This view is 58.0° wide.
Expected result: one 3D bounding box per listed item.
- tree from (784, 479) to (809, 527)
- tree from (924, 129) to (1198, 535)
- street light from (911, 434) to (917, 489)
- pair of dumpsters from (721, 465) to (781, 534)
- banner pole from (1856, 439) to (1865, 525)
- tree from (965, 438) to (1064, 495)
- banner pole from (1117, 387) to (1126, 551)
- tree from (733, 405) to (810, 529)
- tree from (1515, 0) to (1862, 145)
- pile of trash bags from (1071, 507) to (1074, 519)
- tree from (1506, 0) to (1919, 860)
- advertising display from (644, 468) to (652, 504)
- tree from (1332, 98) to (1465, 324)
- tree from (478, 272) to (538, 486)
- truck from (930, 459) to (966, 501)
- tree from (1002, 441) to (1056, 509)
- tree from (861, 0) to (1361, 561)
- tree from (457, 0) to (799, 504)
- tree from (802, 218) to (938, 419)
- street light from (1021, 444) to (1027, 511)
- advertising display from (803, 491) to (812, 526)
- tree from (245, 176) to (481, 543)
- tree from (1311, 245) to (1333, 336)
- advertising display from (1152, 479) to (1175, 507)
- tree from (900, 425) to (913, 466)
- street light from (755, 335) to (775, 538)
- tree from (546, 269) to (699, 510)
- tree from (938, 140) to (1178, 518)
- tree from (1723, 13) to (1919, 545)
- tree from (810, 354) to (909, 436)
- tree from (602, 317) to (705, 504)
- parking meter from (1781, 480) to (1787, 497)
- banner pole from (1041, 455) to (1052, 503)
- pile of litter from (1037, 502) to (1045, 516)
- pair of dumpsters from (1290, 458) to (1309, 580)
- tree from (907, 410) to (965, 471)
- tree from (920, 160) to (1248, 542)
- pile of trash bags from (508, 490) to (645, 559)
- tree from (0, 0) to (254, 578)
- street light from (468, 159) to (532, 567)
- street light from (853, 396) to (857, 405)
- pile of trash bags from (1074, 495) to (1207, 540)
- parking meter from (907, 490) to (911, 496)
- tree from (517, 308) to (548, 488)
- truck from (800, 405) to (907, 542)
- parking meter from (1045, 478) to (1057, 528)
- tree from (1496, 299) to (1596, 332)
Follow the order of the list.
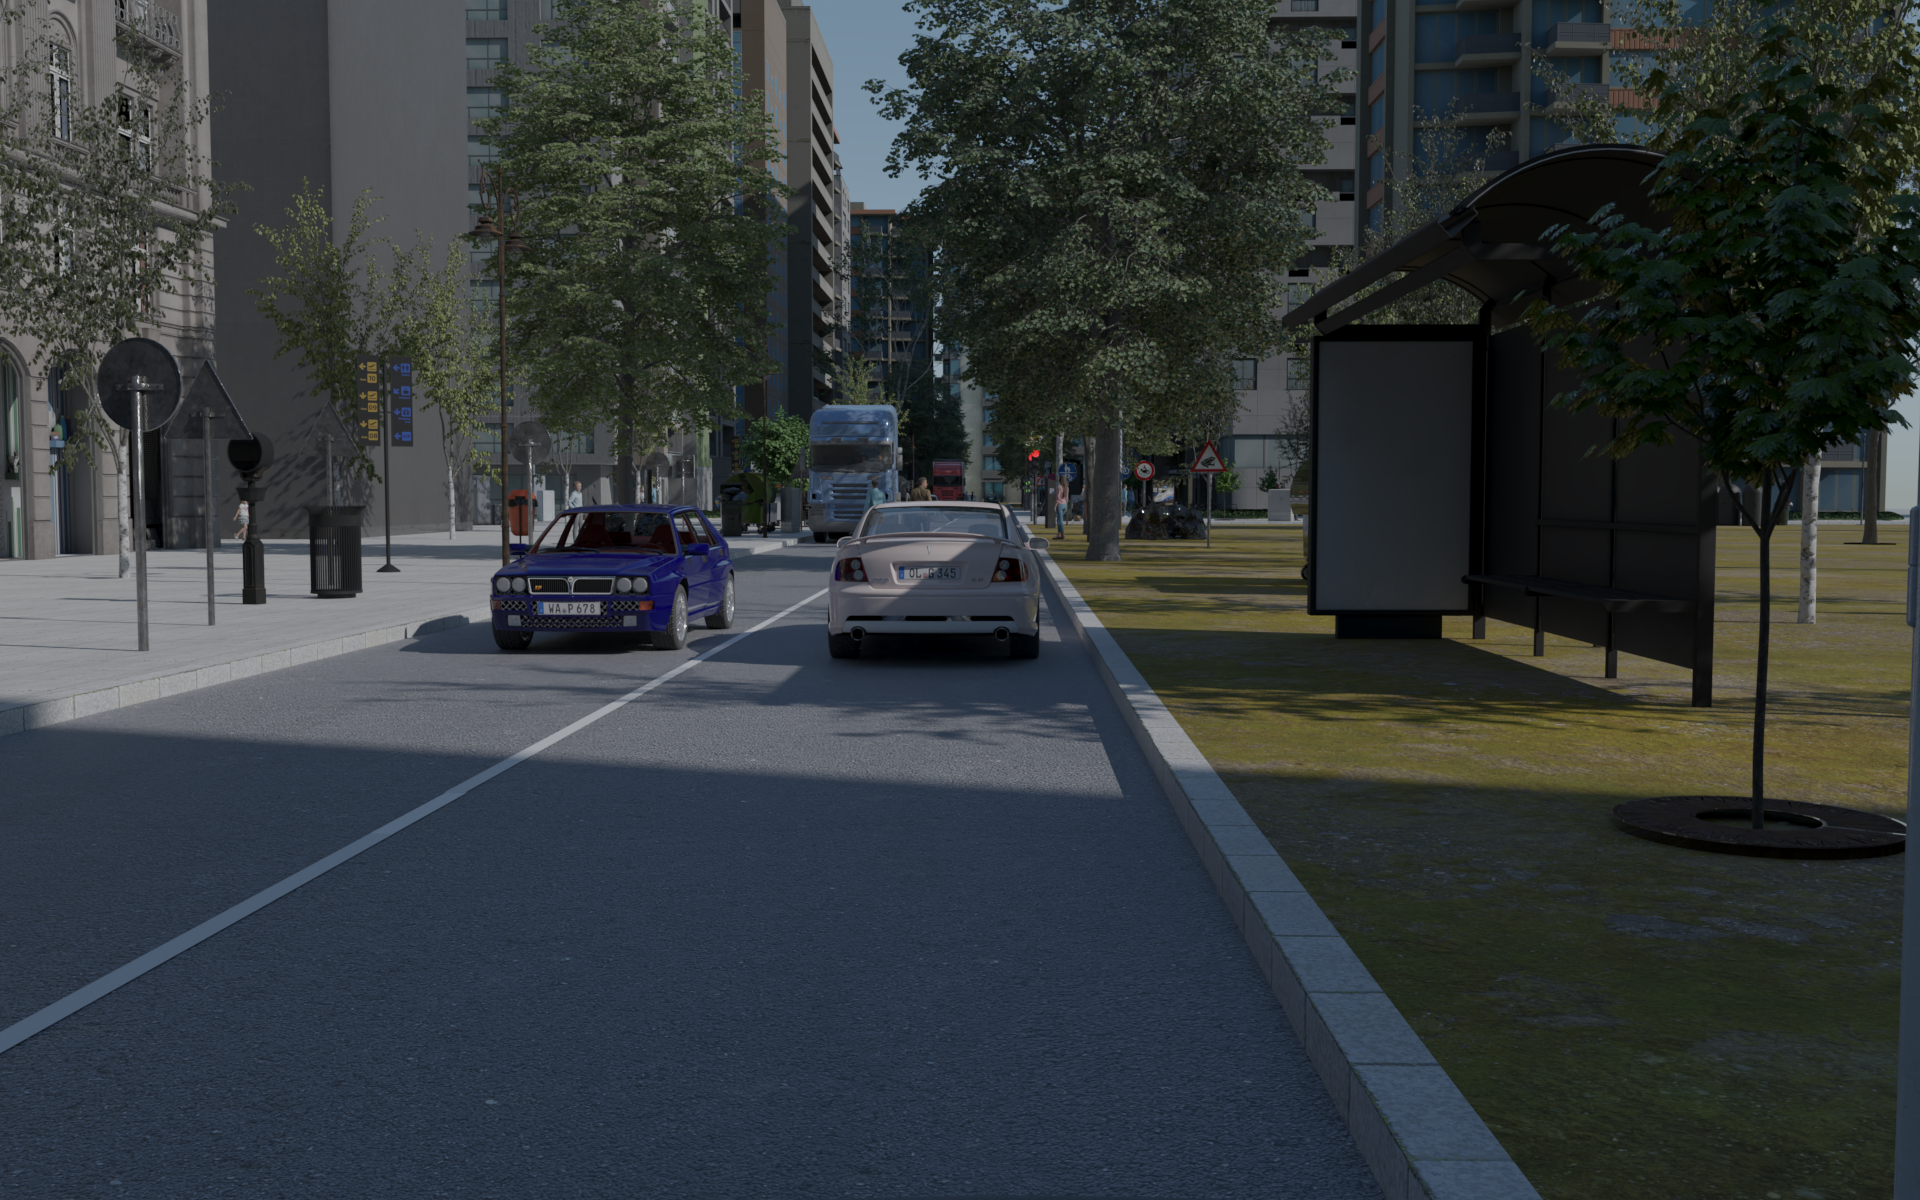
[{"bbox_3d":[-6.150,-4.432,67.065,1.663,3.219,1.824,0,3,0],"label":"tree"},{"bbox_3d":[3.684,-8.350,54.650,7.486,12.596,7.792,0,3,0],"label":"tree"},{"bbox_3d":[-3.610,-9.875,134.238,0.468,5.910,1.993,0,4,1],"label":"street light"},{"bbox_3d":[-6.864,-3.344,57.167,1.574,2.255,4.437,0,4,1],"label":"pair of dumpsters"},{"bbox_3d":[37.221,-4.977,71.390,0.401,3.779,0.863,2,4,25],"label":"banner pole"},{"bbox_3d":[7.115,-15.205,174.360,9.928,11.665,9.643,0,3,0],"label":"tree"},{"bbox_3d":[3.638,-3.023,39.446,0.401,3.779,0.863,1,4,17],"label":"banner pole"},{"bbox_3d":[-6.603,-4.898,63.796,4.285,4.588,4.351,0,3,0],"label":"tree"},{"bbox_3d":[9.279,-4.374,21.872,4.360,8.622,3.978,0,3,0],"label":"tree"},{"bbox_3d":[5.635,-4.797,88.189,1.912,1.369,3.447,-3,4,-37],"label":"pile of trash bags"},{"bbox_3d":[2.907,-0.730,6.541,1.663,3.219,1.824,0,3,0],"label":"tree"},{"bbox_3d":[-7.875,-2.356,43.728,0.123,1.923,0.974,-1,4,-15],"label":"advertising display"},{"bbox_3d":[9.397,-5.018,32.412,4.360,8.622,3.978,0,3,0],"label":"tree"},{"bbox_3d":[-14.094,-5.996,48.405,4.737,8.622,4.395,0,3,0],"label":"tree"},{"bbox_3d":[-0.904,-9.279,140.623,2.839,4.237,11.283,0,4,1],"label":"truck"},{"bbox_3d":[6.412,-12.199,149.817,4.360,8.622,3.978,0,3,0],"label":"tree"},{"bbox_3d":[2.763,-7.738,33.176,9.857,13.997,8.962,0,3,0],"label":"tree"},{"bbox_3d":[-7.089,-7.294,37.383,7.486,12.596,7.792,0,3,0],"label":"tree"},{"bbox_3d":[-4.595,-16.027,117.929,12.611,20.169,13.585,0,3,0],"label":"tree"},{"bbox_3d":[5.564,-11.183,155.624,0.468,5.910,1.993,0,4,1],"label":"street light"},{"bbox_3d":[-6.060,-3.911,69.166,0.123,1.923,0.974,-2,4,-26],"label":"advertising display"},{"bbox_3d":[-14.618,-5.553,41.159,4.737,8.622,4.395,0,3,0],"label":"tree"},{"bbox_3d":[11.256,-5.743,44.260,4.360,8.622,3.978,0,3,0],"label":"tree"},{"bbox_3d":[8.642,-4.183,73.598,0.974,1.923,0.123,-1,4,-10],"label":"advertising display"},{"bbox_3d":[-3.413,-14.763,175.784,8.767,10.594,7.601,-1,4,-16],"label":"tree"},{"bbox_3d":[-5.689,-4.745,50.374,0.468,5.910,1.993,0,4,1],"label":"street light"},{"bbox_3d":[-10.603,-6.553,57.505,4.360,8.622,3.978,0,3,0],"label":"tree"},{"bbox_3d":[6.466,-14.432,91.854,12.611,20.169,13.585,0,3,0],"label":"tree"},{"bbox_3d":[23.179,-8.156,43.718,12.009,13.543,11.850,0,3,0],"label":"tree"},{"bbox_3d":[-4.985,-8.560,90.322,4.737,8.622,4.395,0,3,0],"label":"tree"},{"bbox_3d":[-12.347,-7.293,69.609,4.737,8.622,4.395,0,3,0],"label":"tree"},{"bbox_3d":[34.631,-4.099,72.733,0.255,1.863,0.399,2,4,31],"label":"parking meter"},{"bbox_3d":[5.515,-7.435,111.574,0.863,3.779,0.401,-1,4,-11],"label":"banner pole"},{"bbox_3d":[4.674,-5.264,100.029,1.176,0.858,1.719,-3,5,-44],"label":"pile of litter"},{"bbox_3d":[5.653,-1.295,23.661,1.574,2.255,4.437,0,4,1],"label":"pair of dumpsters"},{"bbox_3d":[-2.861,-16.929,202.546,9.928,11.665,9.643,0,3,0],"label":"tree"},{"bbox_3d":[3.550,-6.824,45.983,8.767,10.594,7.601,0,4,4],"label":"tree"},{"bbox_3d":[-7.300,-1.516,34.536,3.447,1.369,1.912,0,4,-6],"label":"pile of trash bags"},{"bbox_3d":[-12.998,-4.635,26.145,4.360,8.622,3.978,0,3,0],"label":"tree"},{"bbox_3d":[-6.428,-3.155,24.369,0.468,5.910,1.993,0,4,1],"label":"street light"},{"bbox_3d":[-4.963,-6.671,81.851,0.468,5.910,1.993,0,4,1],"label":"street light"},{"bbox_3d":[5.187,-2.405,49.067,3.447,1.369,1.912,0,4,-7],"label":"pile of trash bags"},{"bbox_3d":[-3.566,-6.990,122.691,0.372,1.533,0.369,0,3,0],"label":"parking meter"},{"bbox_3d":[-14.581,-6.962,64.190,4.360,8.622,3.978,0,3,0],"label":"tree"},{"bbox_3d":[-2.915,-4.189,58.256,2.967,4.110,18.799,0,4,2],"label":"truck"},{"bbox_3d":[3.402,-3.620,64.895,0.399,1.863,0.255,-1,4,-19],"label":"parking meter"},{"bbox_3d":[23.265,-8.851,61.730,9.611,12.733,9.660,0,3,0],"label":"tree"}]
